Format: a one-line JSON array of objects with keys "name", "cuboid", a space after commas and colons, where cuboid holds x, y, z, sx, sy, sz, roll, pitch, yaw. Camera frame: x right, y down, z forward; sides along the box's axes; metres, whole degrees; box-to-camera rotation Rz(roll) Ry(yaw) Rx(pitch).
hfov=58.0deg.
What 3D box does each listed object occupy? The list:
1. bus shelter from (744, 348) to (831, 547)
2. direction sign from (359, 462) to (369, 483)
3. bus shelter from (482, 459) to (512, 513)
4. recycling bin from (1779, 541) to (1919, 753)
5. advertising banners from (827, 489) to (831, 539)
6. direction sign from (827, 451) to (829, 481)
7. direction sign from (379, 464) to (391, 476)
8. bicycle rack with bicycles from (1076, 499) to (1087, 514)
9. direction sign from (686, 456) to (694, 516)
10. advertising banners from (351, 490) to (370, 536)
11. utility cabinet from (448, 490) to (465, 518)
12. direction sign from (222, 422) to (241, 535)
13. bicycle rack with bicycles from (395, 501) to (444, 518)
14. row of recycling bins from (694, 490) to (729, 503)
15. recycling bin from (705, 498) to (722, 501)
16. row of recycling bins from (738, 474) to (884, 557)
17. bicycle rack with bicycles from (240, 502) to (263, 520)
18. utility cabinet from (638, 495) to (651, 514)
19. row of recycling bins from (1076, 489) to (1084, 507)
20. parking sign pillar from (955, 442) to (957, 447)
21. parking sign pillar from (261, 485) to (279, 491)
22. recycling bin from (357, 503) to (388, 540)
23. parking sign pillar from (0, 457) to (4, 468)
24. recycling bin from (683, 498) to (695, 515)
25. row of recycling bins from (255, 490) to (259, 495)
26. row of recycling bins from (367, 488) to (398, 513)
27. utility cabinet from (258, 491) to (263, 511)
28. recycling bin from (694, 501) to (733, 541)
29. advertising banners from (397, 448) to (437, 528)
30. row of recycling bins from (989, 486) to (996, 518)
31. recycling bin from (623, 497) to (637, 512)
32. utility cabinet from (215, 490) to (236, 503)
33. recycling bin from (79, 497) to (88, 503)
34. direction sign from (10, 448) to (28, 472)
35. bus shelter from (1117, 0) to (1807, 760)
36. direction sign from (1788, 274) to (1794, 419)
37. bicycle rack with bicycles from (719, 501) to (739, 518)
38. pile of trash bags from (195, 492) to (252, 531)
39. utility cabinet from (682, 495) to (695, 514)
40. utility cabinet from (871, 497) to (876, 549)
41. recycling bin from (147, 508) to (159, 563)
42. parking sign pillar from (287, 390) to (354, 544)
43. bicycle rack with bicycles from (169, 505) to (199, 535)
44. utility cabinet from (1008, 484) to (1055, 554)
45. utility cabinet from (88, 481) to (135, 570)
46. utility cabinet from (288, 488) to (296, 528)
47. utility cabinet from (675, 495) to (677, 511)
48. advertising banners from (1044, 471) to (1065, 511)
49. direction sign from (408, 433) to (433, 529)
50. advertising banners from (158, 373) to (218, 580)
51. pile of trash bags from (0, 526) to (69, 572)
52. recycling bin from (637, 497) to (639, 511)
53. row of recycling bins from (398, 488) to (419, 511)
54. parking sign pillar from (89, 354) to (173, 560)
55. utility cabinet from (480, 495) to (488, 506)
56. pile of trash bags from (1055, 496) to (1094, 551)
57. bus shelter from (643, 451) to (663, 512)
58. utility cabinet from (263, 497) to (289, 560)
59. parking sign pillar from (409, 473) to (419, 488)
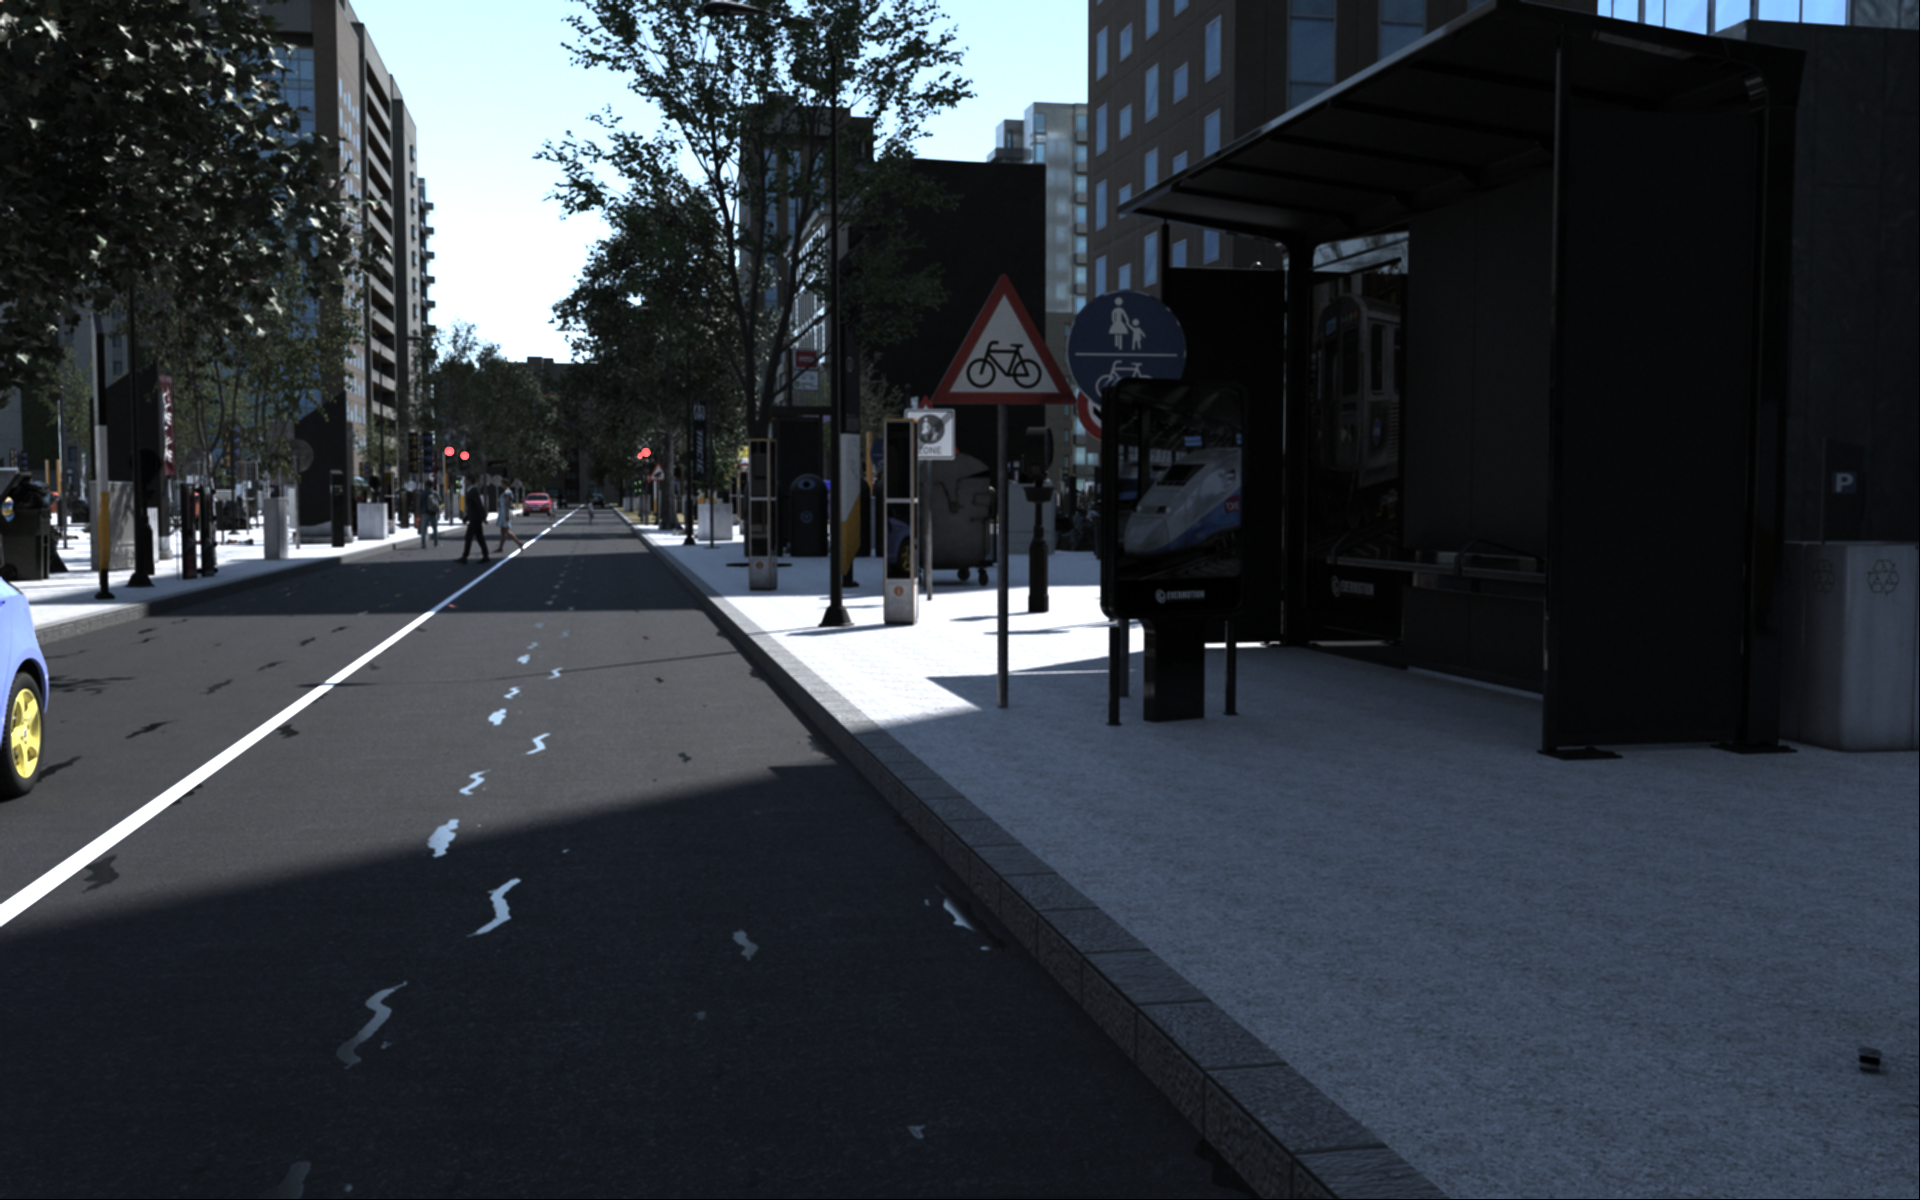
[{"name": "bus shelter", "cuboid": [-4.444, -4.144, 45.391, 2.179, 5.291, 8.768, -1, 4, -12]}, {"name": "direction sign", "cuboid": [-42.421, -8.033, 123.340, 0.379, 3.537, 0.876, 2, 4, 24]}, {"name": "bus shelter", "cuboid": [-31.786, -7.817, 119.091, 1.731, 3.624, 6.357, -1, 4, -12]}, {"name": "recycling bin", "cuboid": [4.684, 0.220, 8.960, 0.722, 1.027, 0.722, -1, 4, -9]}, {"name": "advertising banners", "cuboid": [-3.907, -3.307, 50.262, 0.090, 3.025, 2.074, -1, 4, -18]}, {"name": "direction sign", "cuboid": [-6.910, -6.050, 90.906, 0.379, 3.537, 0.876, -1, 4, -10]}, {"name": "direction sign", "cuboid": [-43.843, -8.567, 132.060, 0.876, 3.537, 0.379, -2, 4, -32]}, {"name": "bicycle rack with bicycles", "cuboid": [9.407, -6.675, 122.524, 2.925, 0.926, 2.852, 2, 4, 33]}, {"name": "direction sign", "cuboid": [-15.879, -6.796, 103.110, 0.876, 3.537, 0.379, 0, 4, -7]}, {"name": "advertising banners", "cuboid": [-18.891, -3.431, 52.291, 2.074, 3.025, 0.090, -2, 4, -32]}, {"name": "utility cabinet", "cuboid": [-27.012, -5.174, 93.278, 1.173, 1.500, 0.318, 0, 4, 0]}, {"name": "direction sign", "cuboid": [-22.998, -3.838, 54.754, 0.379, 3.537, 0.876, 1, 4, 11]}, {"name": "bicycle rack with bicycles", "cuboid": [-29.777, -4.984, 94.875, 2.925, 0.926, 2.852, 3, 5, 42]}, {"name": "row of recycling bins", "cuboid": [-16.692, -6.750, 117.477, 3.534, 1.692, 1.069, -1, 4, -14]}, {"name": "recycling bin", "cuboid": [-14.181, -5.338, 99.836, 0.722, 1.027, 0.722, 3, 5, 42]}, {"name": "row of recycling bins", "cuboid": [-2.702, -1.740, 35.564, 3.534, 1.692, 1.069, 0, 4, 3]}, {"name": "bicycle rack with bicycles", "cuboid": [-34.951, -4.314, 83.909, 2.852, 0.926, 2.925, -3, 5, -45]}, {"name": "utility cabinet", "cuboid": [-20.406, -6.167, 111.988, 0.306, 1.237, 1.020, -3, 5, -42]}, {"name": "row of recycling bins", "cuboid": [9.854, -8.221, 141.520, 1.069, 1.692, 3.534, 3, 4, 37]}, {"name": "parking sign pillar", "cuboid": [-0.379, -6.200, 89.839, 1.447, 3.967, 1.447, -2, 4, -26]}, {"name": "parking sign pillar", "cuboid": [-41.342, -7.160, 105.539, 1.447, 3.967, 1.447, 1, 4, 10]}, {"name": "recycling bin", "cuboid": [-16.533, -2.215, 48.764, 0.722, 1.027, 0.722, -1, 4, -9]}, {"name": "parking sign pillar", "cuboid": [-70.297, -8.417, 126.089, 1.447, 3.967, 1.447, -2, 4, -29]}, {"name": "recycling bin", "cuboid": [-16.324, -5.657, 105.045, 0.722, 1.027, 0.722, -2, 4, -33]}, {"name": "row of recycling bins", "cuboid": [-54.312, -7.938, 136.894, 3.534, 1.692, 1.069, -3, 4, -36]}, {"name": "row of recycling bins", "cuboid": [-37.783, -6.293, 109.996, 3.534, 1.692, 1.069, 0, 4, 3]}, {"name": "utility cabinet", "cuboid": [-52.559, -7.475, 130.892, 1.173, 1.500, 0.318, 0, 4, 2]}, {"name": "recycling bin", "cuboid": [-6.755, -2.155, 47.793, 0.722, 1.027, 0.722, -3, 5, -42]}, {"name": "advertising banners", "cuboid": [-20.351, -4.209, 65.006, 2.074, 3.025, 0.090, 2, 4, 29]}, {"name": "row of recycling bins", "cuboid": [2.775, -5.004, 88.928, 3.534, 1.692, 1.069, 0, 4, 3]}, {"name": "recycling bin", "cuboid": [-24.008, -6.907, 125.481, 0.722, 1.027, 0.722, -1, 4, -18]}, {"name": "utility cabinet", "cuboid": [-40.868, -5.358, 96.286, 1.173, 1.500, 0.318, -3, 5, -40]}, {"name": "recycling bin", "cuboid": [-72.546, -7.978, 142.991, 0.722, 1.027, 0.722, 1, 4, 16]}, {"name": "direction sign", "cuboid": [-49.436, -6.062, 91.115, 0.876, 3.537, 0.379, 0, 4, 3]}, {"name": "bus shelter", "cuboid": [2.751, -1.232, 11.434, 1.731, 3.624, 6.357, -1, 4, -12]}, {"name": "direction sign", "cuboid": [8.164, -1.594, 18.060, 0.876, 3.537, 0.379, 1, 4, 17]}, {"name": "bicycle rack with bicycles", "cuboid": [-12.313, -4.936, 94.090, 2.925, 0.926, 2.852, -2, 4, -34]}, {"name": "pile of trash bags", "cuboid": [-26.365, -3.129, 60.904, 1.912, 1.369, 3.447, 0, 4, 0]}, {"name": "utility cabinet", "cuboid": [-16.949, -5.972, 108.800, 1.020, 1.237, 0.306, 1, 4, 10]}, {"name": "utility cabinet", "cuboid": [-1.835, -1.806, 40.692, 1.020, 1.237, 0.306, 0, 4, 6]}, {"name": "recycling bin", "cuboid": [-15.248, -1.181, 31.861, 0.722, 1.027, 0.722, 0, 4, -3]}, {"name": "parking sign pillar", "cuboid": [-16.560, -3.458, 45.018, 1.447, 3.967, 1.447, 0, 4, -7]}, {"name": "bicycle rack with bicycles", "cuboid": [-25.187, -2.531, 54.762, 2.925, 0.926, 2.852, 1, 4, 23]}, {"name": "utility cabinet", "cuboid": [1.427, -1.730, 36.957, 1.173, 1.500, 0.318, 1, 4, 14]}, {"name": "utility cabinet", "cuboid": [-14.257, -1.260, 29.272, 0.318, 1.500, 1.173, 0, 3, 0]}, {"name": "utility cabinet", "cuboid": [-24.592, -3.402, 64.300, 0.318, 1.500, 1.173, -3, 4, -38]}, {"name": "utility cabinet", "cuboid": [-16.542, -5.407, 99.566, 0.306, 1.237, 1.020, 0, 4, 2]}, {"name": "advertising banners", "cuboid": [3.454, -4.150, 64.048, 0.090, 3.025, 2.074, 2, 4, 34]}, {"name": "direction sign", "cuboid": [-19.867, -4.396, 63.870, 0.876, 3.537, 0.379, 0, 4, -1]}, {"name": "advertising banners", "cuboid": [-11.668, -1.834, 26.180, 0.090, 3.025, 2.074, 0, 4, -4]}, {"name": "pile of trash bags", "cuboid": [-15.549, -1.130, 28.233, 1.912, 1.369, 3.447, -1, 4, -12]}, {"name": "recycling bin", "cuboid": [-24.961, -7.319, 132.221, 0.722, 1.027, 0.722, 1, 4, 14]}, {"name": "row of recycling bins", "cuboid": [-38.850, -6.934, 120.481, 3.534, 1.692, 1.069, 1, 4, 14]}, {"name": "parking sign pillar", "cuboid": [-16.121, -2.761, 33.622, 1.447, 3.967, 1.447, 0, 4, -4]}, {"name": "utility cabinet", "cuboid": [-31.312, -6.185, 112.284, 1.020, 1.237, 0.306, 0, 4, 4]}, {"name": "pile of trash bags", "cuboid": [2.599, -1.877, 40.438, 1.912, 1.369, 3.447, -2, 4, -24]}, {"name": "bus shelter", "cuboid": [-21.199, -8.760, 120.853, 2.179, 5.291, 8.768, -1, 4, -12]}, {"name": "utility cabinet", "cuboid": [-13.502, -1.407, 34.166, 0.306, 1.237, 1.020, -1, 4, -12]}, {"name": "parking sign pillar", "cuboid": [-41.315, -8.738, 131.332, 1.447, 3.967, 1.447, 0, 4, 3]}]
